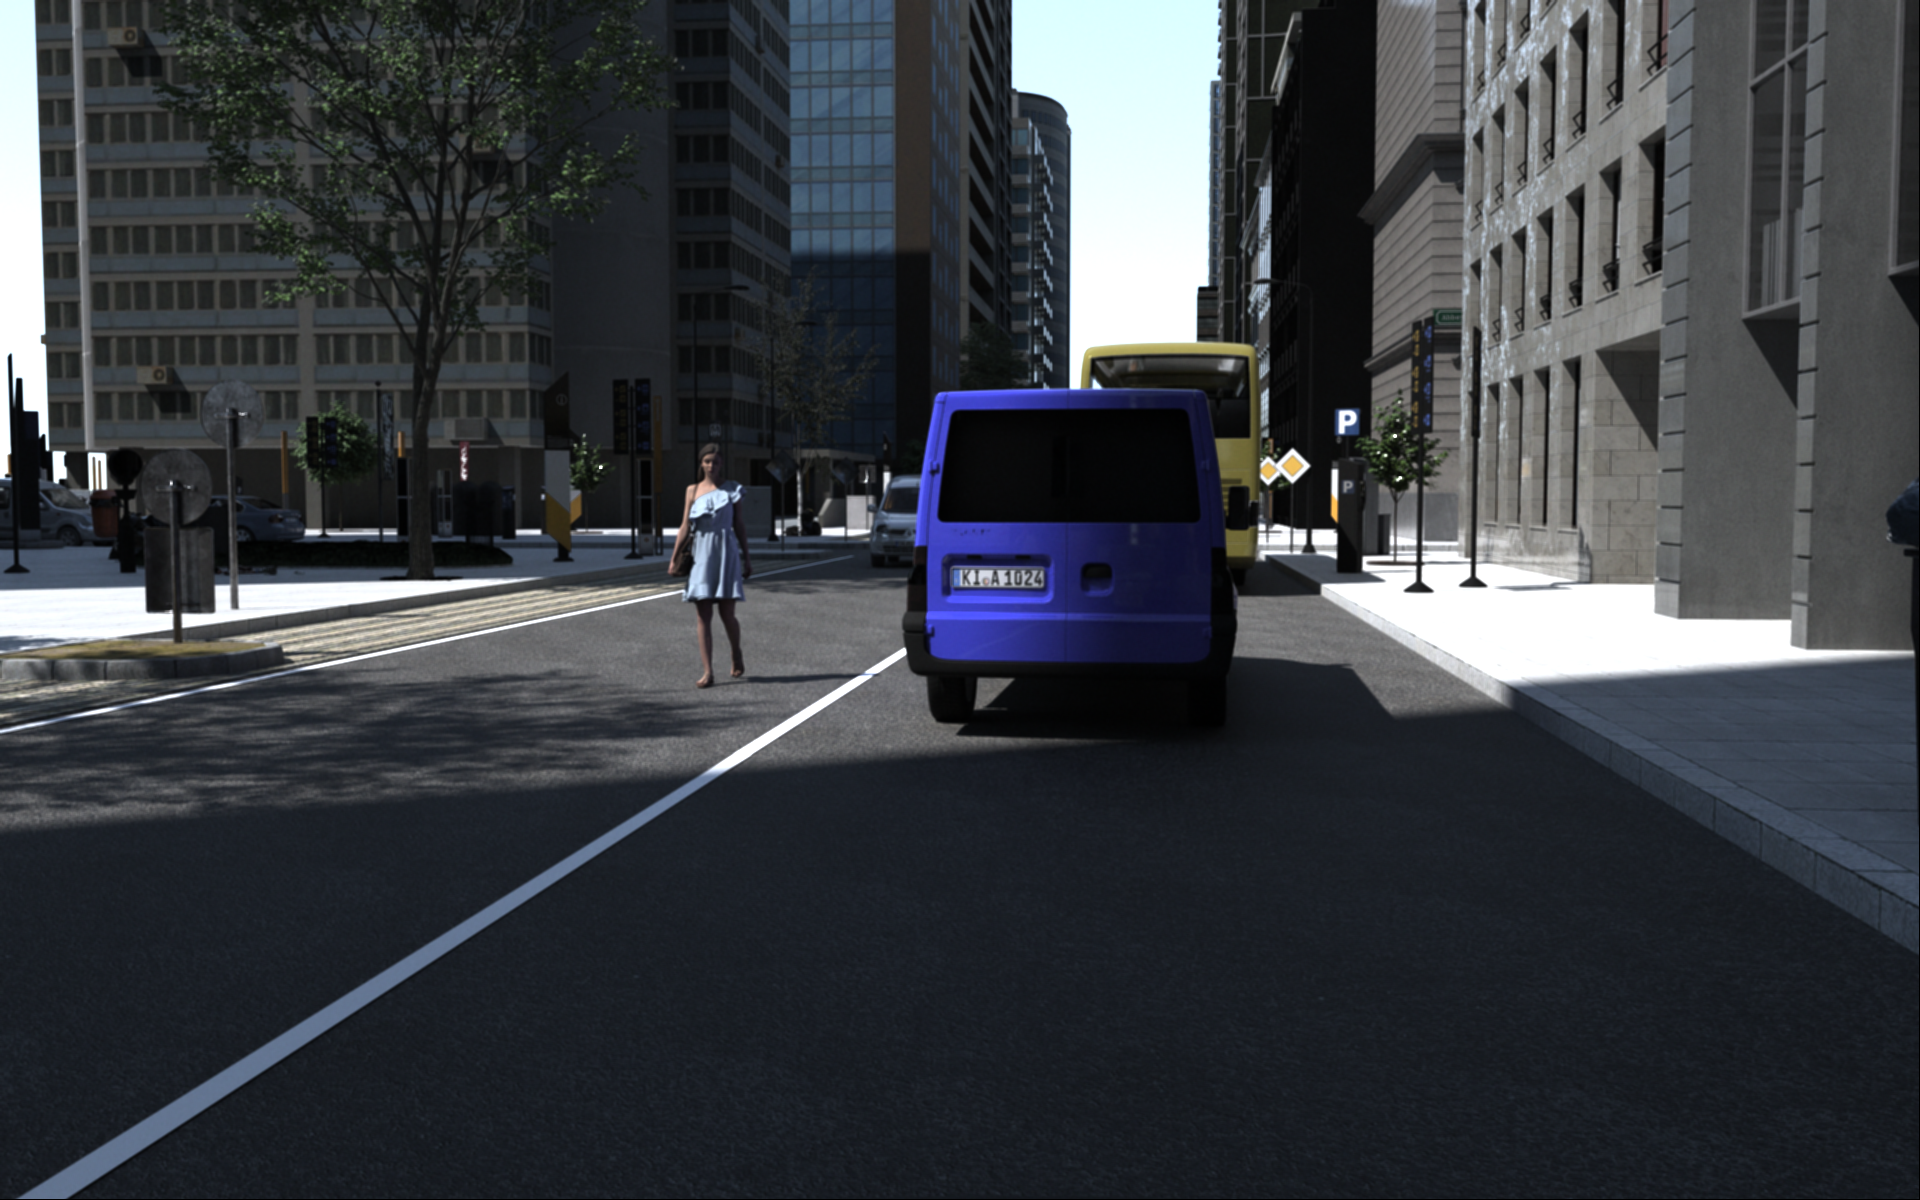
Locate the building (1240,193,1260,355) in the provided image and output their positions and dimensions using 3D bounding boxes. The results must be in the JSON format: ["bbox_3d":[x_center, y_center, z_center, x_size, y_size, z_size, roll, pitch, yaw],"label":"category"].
[{"bbox_3d":[23.656,-16.576,107.173,11.583,22.565,21.152,0,4,6],"label":"building"}]

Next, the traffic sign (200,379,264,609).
[{"bbox_3d":[-8.088,-1.170,19.235,0.768,2.556,0.104,1,4,10],"label":"traffic sign"}]

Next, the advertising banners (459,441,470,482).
[{"bbox_3d":[-16.863,-3.736,57.272,2.074,3.025,0.090,3,4,36],"label":"advertising banners"}]

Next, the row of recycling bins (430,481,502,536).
[{"bbox_3d":[-15.578,-2.858,53.840,3.534,1.692,1.069,2,4,33],"label":"row of recycling bins"}]

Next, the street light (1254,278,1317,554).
[{"bbox_3d":[7.013,-3.965,37.361,1.470,5.913,1.316,0,4,6],"label":"street light"}]

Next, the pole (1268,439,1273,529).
[{"bbox_3d":[11.439,-4.281,63.841,0.158,3.312,0.155,0,3,0],"label":"pole"}]

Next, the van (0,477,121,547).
[{"bbox_3d":[-23.691,-2.300,44.617,4.112,2.044,2.013,0,4,7],"label":"van"}]

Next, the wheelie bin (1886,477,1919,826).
[{"bbox_3d":[3.921,0.091,6.422,0.980,1.594,0.693,0,4,5],"label":"wheelie bin"}]

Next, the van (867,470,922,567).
[{"bbox_3d":[-0.825,-1.735,35.382,2.013,2.044,4.112,0,4,4],"label":"van"}]

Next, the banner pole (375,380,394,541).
[{"bbox_3d":[-12.645,-2.940,38.087,0.863,3.779,0.401,3,5,44],"label":"banner pole"}]

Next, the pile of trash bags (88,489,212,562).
[{"bbox_3d":[-15.947,-1.497,34.223,1.912,1.369,3.447,1,4,9],"label":"pile of trash bags"}]

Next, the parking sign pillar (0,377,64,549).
[{"bbox_3d":[-21.950,-3.196,40.734,1.447,3.967,1.447,-2,4,-32],"label":"parking sign pillar"}]

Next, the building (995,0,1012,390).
[{"bbox_3d":[-3.129,-44.984,173.732,20.563,71.187,20.611,0,4,6],"label":"building"}]

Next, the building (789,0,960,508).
[{"bbox_3d":[-7.639,-27.459,99.073,14.600,45.320,14.200,0,4,6],"label":"building"}]

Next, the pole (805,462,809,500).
[{"bbox_3d":[-7.949,-5.892,90.178,0.158,3.312,0.155,0,3,0],"label":"pole"}]

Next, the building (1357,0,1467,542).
[{"bbox_3d":[24.251,-16.108,50.755,23.554,28.519,14.401,0,4,6],"label":"building"}]

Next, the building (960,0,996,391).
[{"bbox_3d":[-8.843,-31.149,132.980,21.300,48.544,21.600,0,4,6],"label":"building"}]

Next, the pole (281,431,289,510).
[{"bbox_3d":[-21.897,-3.815,56.216,0.158,3.312,0.155,0,3,0],"label":"pole"}]

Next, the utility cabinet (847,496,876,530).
[{"bbox_3d":[-3.556,-3.135,62.414,1.020,1.237,0.306,1,4,17],"label":"utility cabinet"}]

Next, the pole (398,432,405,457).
[{"bbox_3d":[-18.269,-3.847,56.747,0.158,3.312,0.155,0,3,0],"label":"pole"}]

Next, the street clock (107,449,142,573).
[{"bbox_3d":[-13.587,-1.447,28.228,0.471,2.002,0.358,-3,5,-42],"label":"street clock"}]

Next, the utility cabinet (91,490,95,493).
[{"bbox_3d":[-42.915,-4.788,86.957,1.173,1.500,0.318,-3,5,-42],"label":"utility cabinet"}]

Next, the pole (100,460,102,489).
[{"bbox_3d":[-51.390,-6.706,103.494,0.158,3.312,0.155,0,3,0],"label":"pole"}]

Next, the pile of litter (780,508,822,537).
[{"bbox_3d":[-4.913,-2.396,53.139,1.176,0.858,1.719,3,5,40],"label":"pile of litter"}]

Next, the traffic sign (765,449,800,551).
[{"bbox_3d":[-3.955,-2.141,38.652,0.795,2.450,0.064,0,4,6],"label":"traffic sign"}]

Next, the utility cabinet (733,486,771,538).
[{"bbox_3d":[-6.024,-2.551,50.382,1.173,1.500,0.318,0,4,-8],"label":"utility cabinet"}]

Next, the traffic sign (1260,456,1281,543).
[{"bbox_3d":[8.055,-2.550,45.329,0.795,2.450,0.064,0,4,6],"label":"traffic sign"}]

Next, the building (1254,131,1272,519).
[{"bbox_3d":[20.274,-14.586,87.636,9.793,20.994,18.267,0,4,6],"label":"building"}]

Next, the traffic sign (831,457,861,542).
[{"bbox_3d":[-3.068,-2.627,46.588,0.795,2.450,0.064,0,4,6],"label":"traffic sign"}]

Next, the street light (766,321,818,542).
[{"bbox_3d":[-4.509,-4.528,46.566,1.470,5.913,1.316,0,4,6],"label":"street light"}]

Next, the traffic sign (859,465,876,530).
[{"bbox_3d":[-3.293,-3.630,61.482,0.606,2.300,0.079,1,4,11],"label":"traffic sign"}]

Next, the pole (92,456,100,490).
[{"bbox_3d":[-46.714,-6.096,93.507,0.158,3.312,0.155,0,3,0],"label":"pole"}]

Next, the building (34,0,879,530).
[{"bbox_3d":[-20.406,-23.286,72.611,32.217,40.220,23.993,0,4,6],"label":"building"}]

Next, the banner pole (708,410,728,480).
[{"bbox_3d":[-7.169,-3.776,51.756,0.863,3.779,0.401,-3,5,-41],"label":"banner pole"}]

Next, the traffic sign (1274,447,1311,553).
[{"bbox_3d":[7.167,-2.064,37.393,0.795,2.450,0.064,0,4,6],"label":"traffic sign"}]

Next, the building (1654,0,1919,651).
[{"bbox_3d":[11.165,-13.760,2.477,11.434,29.767,29.804,0,4,6],"label":"building"}]

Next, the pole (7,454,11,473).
[{"bbox_3d":[-48.212,-5.755,87.944,0.158,3.312,0.155,0,3,0],"label":"pole"}]

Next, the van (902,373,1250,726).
[{"bbox_3d":[0.981,-0.494,12.463,2.240,2.365,5.245,1,4,8],"label":"van"}]

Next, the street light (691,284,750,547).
[{"bbox_3d":[-5.356,-4.039,38.577,1.470,5.913,1.316,0,4,6],"label":"street light"}]

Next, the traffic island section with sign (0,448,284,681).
[{"bbox_3d":[-6.721,-0.339,14.168,1.989,1.847,2.006,0,4,6],"label":"traffic island section with sign"}]

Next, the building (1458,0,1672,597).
[{"bbox_3d":[14.400,-10.466,25.865,10.420,20.320,16.860,0,4,6],"label":"building"}]

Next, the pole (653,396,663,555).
[{"bbox_3d":[-6.312,-2.590,36.194,0.158,3.312,0.155,0,3,0],"label":"pole"}]

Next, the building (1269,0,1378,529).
[{"bbox_3d":[19.184,-14.656,69.301,12.332,23.373,15.834,0,4,6],"label":"building"}]

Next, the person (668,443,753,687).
[{"bbox_3d":[-1.883,-0.276,13.104,0.616,1.811,0.778,1,4,10],"label":"person"}]
